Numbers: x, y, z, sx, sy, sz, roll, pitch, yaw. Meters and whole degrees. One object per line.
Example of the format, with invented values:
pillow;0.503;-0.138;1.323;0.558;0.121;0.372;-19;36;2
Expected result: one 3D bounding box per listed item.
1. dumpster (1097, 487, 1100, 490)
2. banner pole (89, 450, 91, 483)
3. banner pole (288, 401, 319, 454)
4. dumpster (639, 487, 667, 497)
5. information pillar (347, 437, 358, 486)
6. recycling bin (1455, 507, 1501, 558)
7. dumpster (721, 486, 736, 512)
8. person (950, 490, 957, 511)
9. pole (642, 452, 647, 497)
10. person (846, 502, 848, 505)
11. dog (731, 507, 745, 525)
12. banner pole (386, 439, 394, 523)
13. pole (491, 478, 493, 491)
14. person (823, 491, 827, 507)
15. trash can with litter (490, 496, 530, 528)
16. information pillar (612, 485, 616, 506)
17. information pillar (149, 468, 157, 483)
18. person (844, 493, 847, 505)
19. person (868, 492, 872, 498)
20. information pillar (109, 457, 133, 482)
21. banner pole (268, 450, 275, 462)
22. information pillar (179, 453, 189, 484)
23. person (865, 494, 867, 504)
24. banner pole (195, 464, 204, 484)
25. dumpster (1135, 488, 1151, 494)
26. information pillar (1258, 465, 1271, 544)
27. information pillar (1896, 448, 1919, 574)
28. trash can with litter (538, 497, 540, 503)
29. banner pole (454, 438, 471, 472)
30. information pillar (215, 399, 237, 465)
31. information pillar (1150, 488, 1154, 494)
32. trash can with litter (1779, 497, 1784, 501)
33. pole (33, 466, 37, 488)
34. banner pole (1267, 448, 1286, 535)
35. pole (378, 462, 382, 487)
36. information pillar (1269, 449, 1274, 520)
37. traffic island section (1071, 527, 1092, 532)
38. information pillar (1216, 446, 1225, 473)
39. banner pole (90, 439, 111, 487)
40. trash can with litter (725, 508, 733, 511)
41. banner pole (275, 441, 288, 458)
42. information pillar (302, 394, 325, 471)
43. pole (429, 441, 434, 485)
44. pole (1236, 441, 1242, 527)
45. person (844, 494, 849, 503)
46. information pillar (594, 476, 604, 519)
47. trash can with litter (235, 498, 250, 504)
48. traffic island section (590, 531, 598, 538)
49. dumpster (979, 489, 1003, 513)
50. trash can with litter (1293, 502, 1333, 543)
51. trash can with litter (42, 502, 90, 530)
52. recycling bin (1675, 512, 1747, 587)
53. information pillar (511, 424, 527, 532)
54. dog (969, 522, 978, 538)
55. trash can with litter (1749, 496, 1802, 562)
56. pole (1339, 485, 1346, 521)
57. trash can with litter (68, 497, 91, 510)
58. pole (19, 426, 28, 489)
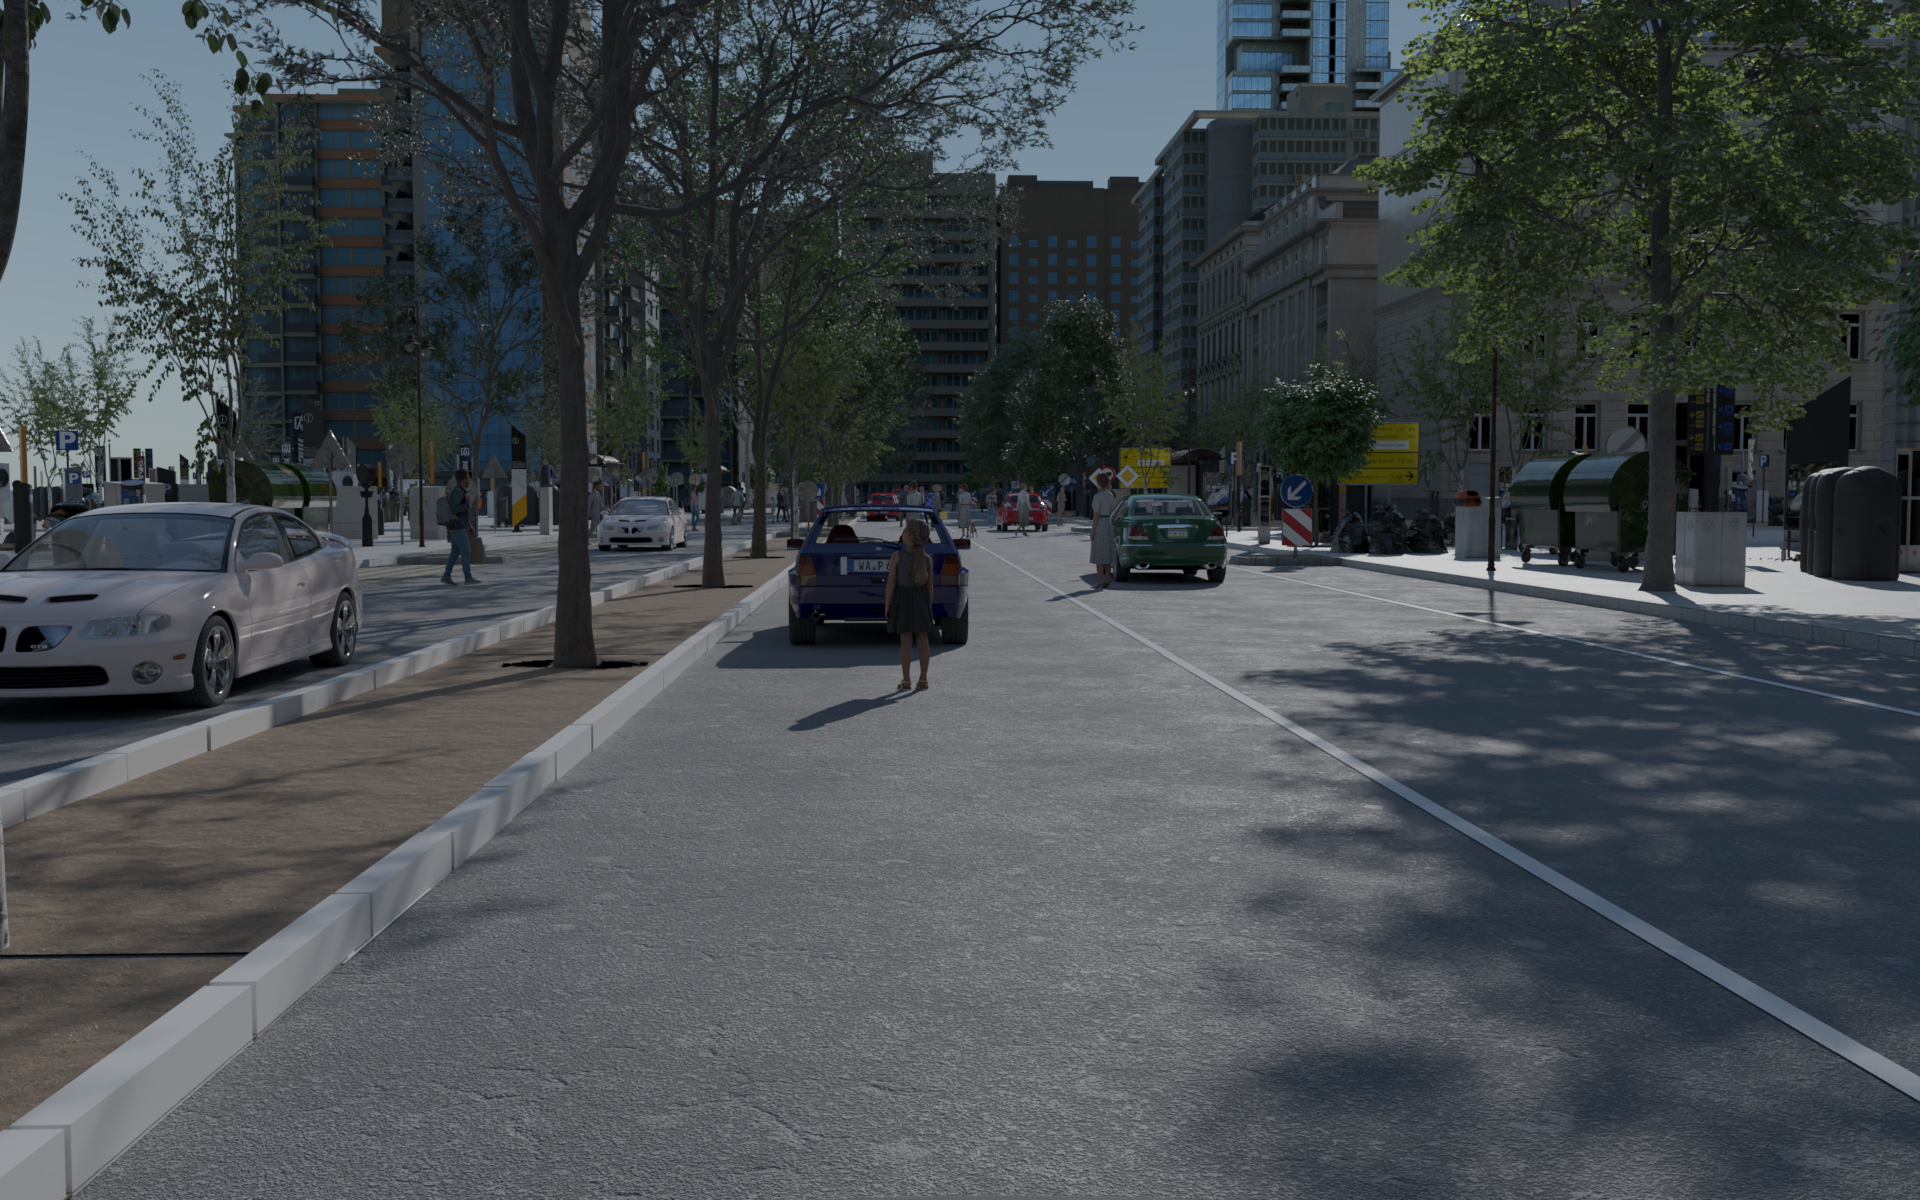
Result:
dumpster;8.963;-6.616;113.935;1.264;1.857;1.865;0;4;-2
banner pole;-41.702;-5.695;83.136;0.401;3.779;0.863;-2;4;-31
banner pole;-17.475;-3.455;46.508;0.863;3.779;0.401;-2;4;-27
dumpster;-18.927;-6.367;106.595;1.502;2.255;1.985;0;4;-2
information pillar;-24.990;-4.886;71.236;0.504;3.616;0.183;2;4;24
recycling bin;10.445;-1.369;34.931;0.722;1.027;0.722;0;4;-2
dumpster;-16.960;-7.377;126.368;1.264;1.857;1.865;0;4;-2
person;-0.491;-8.157;142.673;0.445;1.727;0.742;2;4;26
pole;-15.320;-5.520;84.098;0.158;3.312;0.155;0;3;0
person;-8.518;-7.745;135.112;0.713;1.824;0.794;2;4;26
dog;-10.402;-3.864;80.009;0.800;0.831;0.513;1;4;10
banner pole;-25.645;-5.378;77.947;0.401;3.779;0.863;-3;5;-40
pole;-33.147;-7.886;122.785;0.158;3.312;0.155;0;3;0
person;-14.769;-11.202;192.472;1.217;1.723;0.721;2;4;27
trash can with litter;-17.175;-3.383;66.367;1.678;1.210;2.233;2;4;26
information pillar;-26.721;-7.894;133.551;0.304;2.012;0.304;-2;4;-30
information pillar;-22.798;-2.736;49.221;0.304;2.012;0.304;2;4;27
person;-10.650;-9.138;157.845;1.348;1.831;0.705;-1;4;-17
person;-10.201;-11.398;196.325;0.415;1.643;0.593;-2;4;-31
information pillar;-16.683;-1.835;34.487;0.304;2.012;0.304;2;4;28
banner pole;-38.995;-6.631;98.438;0.863;3.779;0.401;0;4;6
information pillar;-44.167;-6.561;98.632;0.504;3.616;0.183;-1;4;-20
person;-10.196;-10.776;187.953;0.557;1.426;1.065;1;4;9
banner pole;-54.207;-8.174;123.659;0.401;3.779;0.863;2;4;29
dumpster;9.191;-5.370;90.286;1.502;2.255;1.985;0;4;-2
information pillar;7.834;-2.452;44.588;0.304;2.012;0.304;0;4;4
information pillar;15.347;-1.438;28.002;0.304;2.012;0.304;-1;4;-15
trash can with litter;-32.048;-7.231;129.620;0.624;1.170;1.055;3;5;40
banner pole;-22.258;-5.344;77.395;0.863;3.779;0.401;-1;4;-17
information pillar;-17.500;-3.057;41.335;0.504;3.616;0.183;-3;5;-43
information pillar;12.679;-6.763;115.068;0.304;2.012;0.304;3;4;36
trash can with litter;64.828;-7.602;135.676;1.055;1.170;0.624;2;4;23
pole;-67.295;-8.088;126.075;0.158;3.312;0.155;0;3;0
banner pole;9.810;-3.910;53.951;0.863;3.779;0.401;0;4;-5
pole;-36.770;-7.095;109.840;0.158;3.312;0.155;0;3;0
information pillar;15.157;-5.687;84.338;0.183;3.616;0.504;2;4;27
traffic island section;5.335;-2.700;66.419;2.009;0.180;2.903;0;4;-2
information pillar;12.727;-5.702;84.574;0.504;3.616;0.183;-2;4;-31
banner pole;-38.990;-5.440;78.964;0.863;3.779;0.401;-2;4;-27
trash can with litter;-18.487;-7.530;134.180;2.233;1.210;1.678;0;4;-3
banner pole;-28.043;-5.046;72.518;0.401;3.779;0.863;2;4;34
information pillar;-15.148;-3.012;40.601;0.504;3.616;0.183;-1;4;-9
pole;-20.177;-4.427;66.222;0.158;3.312;0.155;0;3;0
pole;10.814;-4.484;67.160;0.158;3.312;0.155;0;3;0
person;-9.592;-8.343;148.137;0.991;1.433;0.599;-1;4;-19
information pillar;-14.828;-4.077;71.152;0.304;2.012;0.304;-3;5;-45
trash can with litter;-13.580;-1.374;33.518;1.678;1.210;2.233;1;4;18
traffic island section;-11.619;-2.169;57.747;2.009;0.180;2.903;0;4;-2
dumpster;2.410;-7.752;134.955;1.865;1.857;1.264;0;4;-4
trash can with litter;9.306;-2.090;45.566;1.055;1.170;0.624;-1;4;-21
trash can with litter;-12.721;-0.814;24.701;0.624;1.170;1.055;-2;4;-26
recycling bin;10.539;-0.720;24.323;0.722;1.027;0.722;0;4;0
information pillar;-14.761;-4.071;57.921;0.504;3.616;0.183;-1;4;-15
dog;0.441;-2.314;57.120;0.406;0.507;0.540;-2;4;-25
trash can with litter;16.058;-1.338;32.927;1.678;1.210;2.233;1;4;16
pole;11.468;-3.550;51.885;0.158;3.312;0.155;0;3;0
trash can with litter;-22.059;-2.024;44.144;2.233;1.210;1.678;0;4;-7
pole;-27.973;-3.543;51.772;0.158;3.312;0.155;0;3;0
